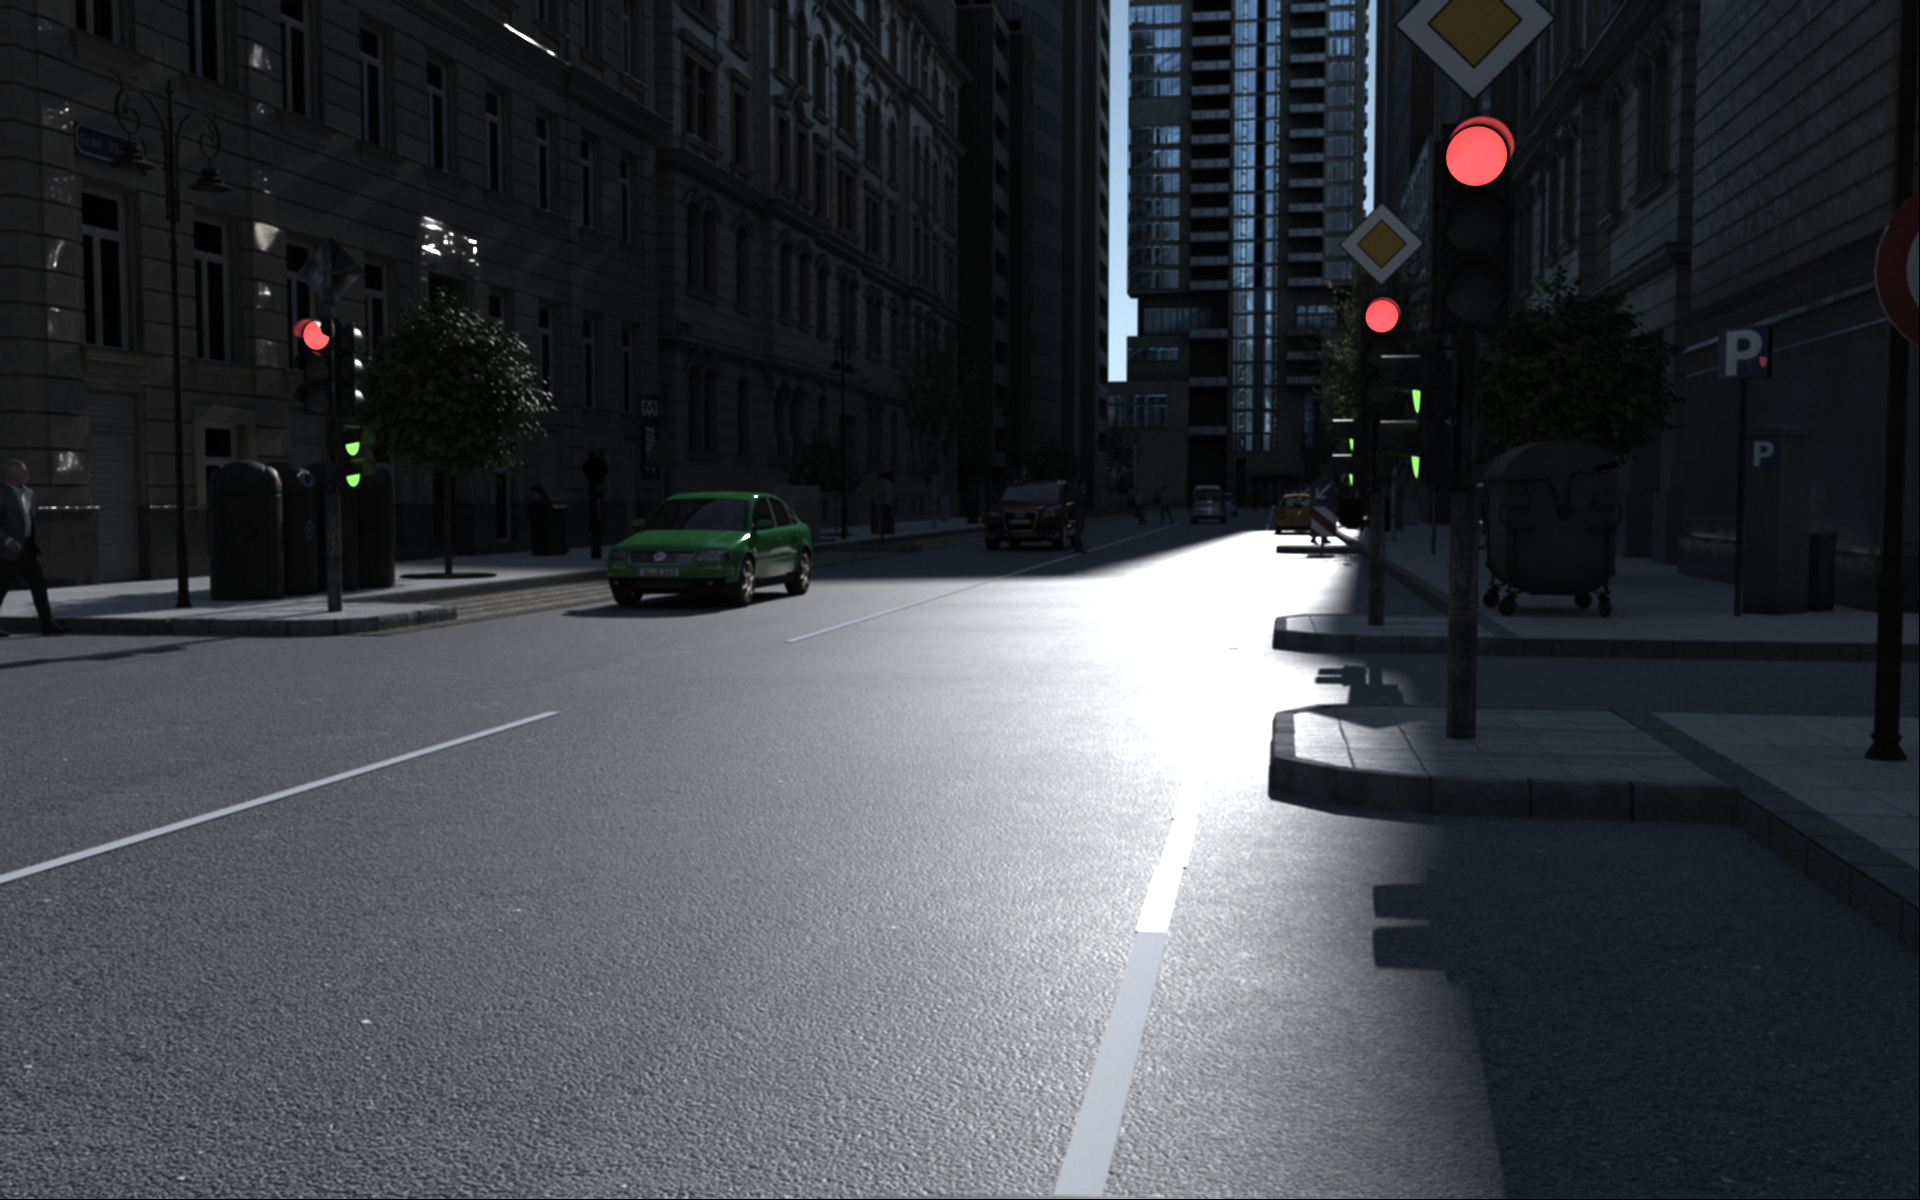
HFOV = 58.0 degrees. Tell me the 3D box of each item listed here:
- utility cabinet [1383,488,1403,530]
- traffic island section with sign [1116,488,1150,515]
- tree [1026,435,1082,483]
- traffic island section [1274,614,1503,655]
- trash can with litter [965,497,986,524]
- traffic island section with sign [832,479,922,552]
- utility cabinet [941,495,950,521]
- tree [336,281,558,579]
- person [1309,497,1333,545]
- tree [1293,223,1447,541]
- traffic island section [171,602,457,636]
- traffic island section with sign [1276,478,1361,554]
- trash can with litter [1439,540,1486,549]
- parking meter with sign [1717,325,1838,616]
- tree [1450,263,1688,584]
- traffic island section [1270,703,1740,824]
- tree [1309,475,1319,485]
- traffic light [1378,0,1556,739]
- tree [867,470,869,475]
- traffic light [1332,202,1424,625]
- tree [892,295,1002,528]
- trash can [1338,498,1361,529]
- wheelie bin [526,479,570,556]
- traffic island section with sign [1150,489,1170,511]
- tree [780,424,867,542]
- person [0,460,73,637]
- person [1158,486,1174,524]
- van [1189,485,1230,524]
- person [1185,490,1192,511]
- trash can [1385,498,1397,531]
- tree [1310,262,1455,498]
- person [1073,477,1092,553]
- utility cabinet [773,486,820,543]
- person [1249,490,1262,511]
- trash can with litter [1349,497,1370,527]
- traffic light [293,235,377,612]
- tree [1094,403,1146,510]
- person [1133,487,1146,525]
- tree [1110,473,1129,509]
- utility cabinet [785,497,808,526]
[{"bbox_3d":[15.294,-3.235,61.575,1.173,1.500,0.318,-3,5,-44],"label":"utility cabinet"},{"bbox_3d":[11.842,-6.770,119.320,1.989,1.847,2.006,1,4,10],"label":"traffic island section with sign"},{"bbox_3d":[5.003,-6.833,95.439,4.285,4.588,4.351,0,3,0],"label":"tree"},{"bbox_3d":[4.097,0.325,16.975,2.009,0.180,2.903,1,4,10],"label":"traffic island section"},{"bbox_3d":[0.777,-3.875,74.751,1.055,1.170,0.624,-1,4,-10],"label":"trash can with litter"},{"bbox_3d":[-2.015,-2.138,43.586,1.989,1.847,2.006,1,4,10],"label":"traffic island section with sign"},{"bbox_3d":[-0.700,-4.320,81.790,0.306,1.237,1.020,1,4,8],"label":"utility cabinet"},{"bbox_3d":[-7.855,-2.631,26.735,4.285,4.588,4.351,0,3,0],"label":"tree"},{"bbox_3d":[10.209,-2.464,48.772,0.713,1.824,0.794,2,4,26],"label":"person"},{"bbox_3d":[11.707,-5.927,47.270,4.737,8.622,4.395,0,3,0],"label":"tree"},{"bbox_3d":[-6.862,0.202,18.978,2.009,0.180,2.903,1,4,10],"label":"traffic island section"},{"bbox_3d":[8.761,-2.067,42.418,1.989,1.847,2.006,1,4,10],"label":"traffic island section with sign"},{"bbox_3d":[12.261,-1.839,41.120,1.678,1.210,2.233,1,4,16],"label":"trash can with litter"},{"bbox_3d":[8.820,-1.366,18.600,1.738,3.016,0.543,-3,4,-38],"label":"parking meter with sign"},{"bbox_3d":[8.562,-2.517,24.860,4.285,4.588,4.351,0,3,0],"label":"tree"},{"bbox_3d":[2.659,0.805,9.120,2.009,0.180,2.903,1,4,10],"label":"traffic island section"},{"bbox_3d":[32.247,-10.015,158.354,1.663,3.219,1.824,0,3,0],"label":"tree"},{"bbox_3d":[2.622,-1.229,9.013,0.839,4.253,0.868,1,4,10],"label":"traffic light"},{"bbox_3d":[-3.848,-3.600,53.469,1.663,3.219,1.824,0,3,0],"label":"tree"},{"bbox_3d":[4.059,-1.709,16.868,0.839,4.253,0.868,1,4,10],"label":"traffic light"},{"bbox_3d":[-0.759,-7.020,65.133,4.737,8.622,4.395,0,3,0],"label":"tree"},{"bbox_3d":[14.635,-3.230,64.462,0.748,1.137,0.748,0,3,0],"label":"trash can"},{"bbox_3d":[-8.658,-1.735,36.273,0.693,1.594,0.980,2,4,25],"label":"wheelie bin"},{"bbox_3d":[16.689,-8.392,145.838,1.989,1.847,2.006,1,4,10],"label":"traffic island section with sign"},{"bbox_3d":[-3.830,-3.210,47.088,1.663,3.219,1.824,0,3,0],"label":"tree"},{"bbox_3d":[-9.425,-0.521,17.422,0.834,1.777,0.661,0,4,2],"label":"person"},{"bbox_3d":[9.864,-4.566,83.009,0.748,1.841,0.638,3,4,36],"label":"person"},{"bbox_3d":[12.206,-4.763,84.884,2.013,2.044,4.112,1,4,10],"label":"van"},{"bbox_3d":[19.308,-8.327,145.373,0.721,1.735,1.217,-3,5,-42],"label":"person"},{"bbox_3d":[14.727,-2.956,59.976,0.748,1.137,0.748,0,3,0],"label":"trash can"},{"bbox_3d":[13.281,-6.387,54.788,4.360,8.622,3.978,0,3,0],"label":"tree"},{"bbox_3d":[2.964,-2.060,41.983,0.447,1.846,0.655,1,4,9],"label":"person"},{"bbox_3d":[-4.236,-2.214,44.874,1.173,1.500,0.318,1,4,8],"label":"utility cabinet"},{"bbox_3d":[25.354,-8.569,148.745,1.348,1.807,0.705,-1,4,-20],"label":"person"},{"bbox_3d":[15.782,-3.489,68.440,1.055,1.170,0.624,1,4,14],"label":"trash can with litter"},{"bbox_3d":[-6.825,-1.830,18.836,0.839,4.253,0.868,1,4,10],"label":"traffic light"},{"bbox_3d":[12.664,-11.574,139.596,4.360,8.622,3.978,0,3,0],"label":"tree"},{"bbox_3d":[8.384,-4.383,80.648,0.515,1.767,0.782,0,4,-6],"label":"person"},{"bbox_3d":[13.549,-9.195,144.938,1.663,3.219,1.824,0,3,0],"label":"tree"},{"bbox_3d":[-4.073,-1.970,43.365,0.306,1.237,1.020,1,4,12],"label":"utility cabinet"}]
